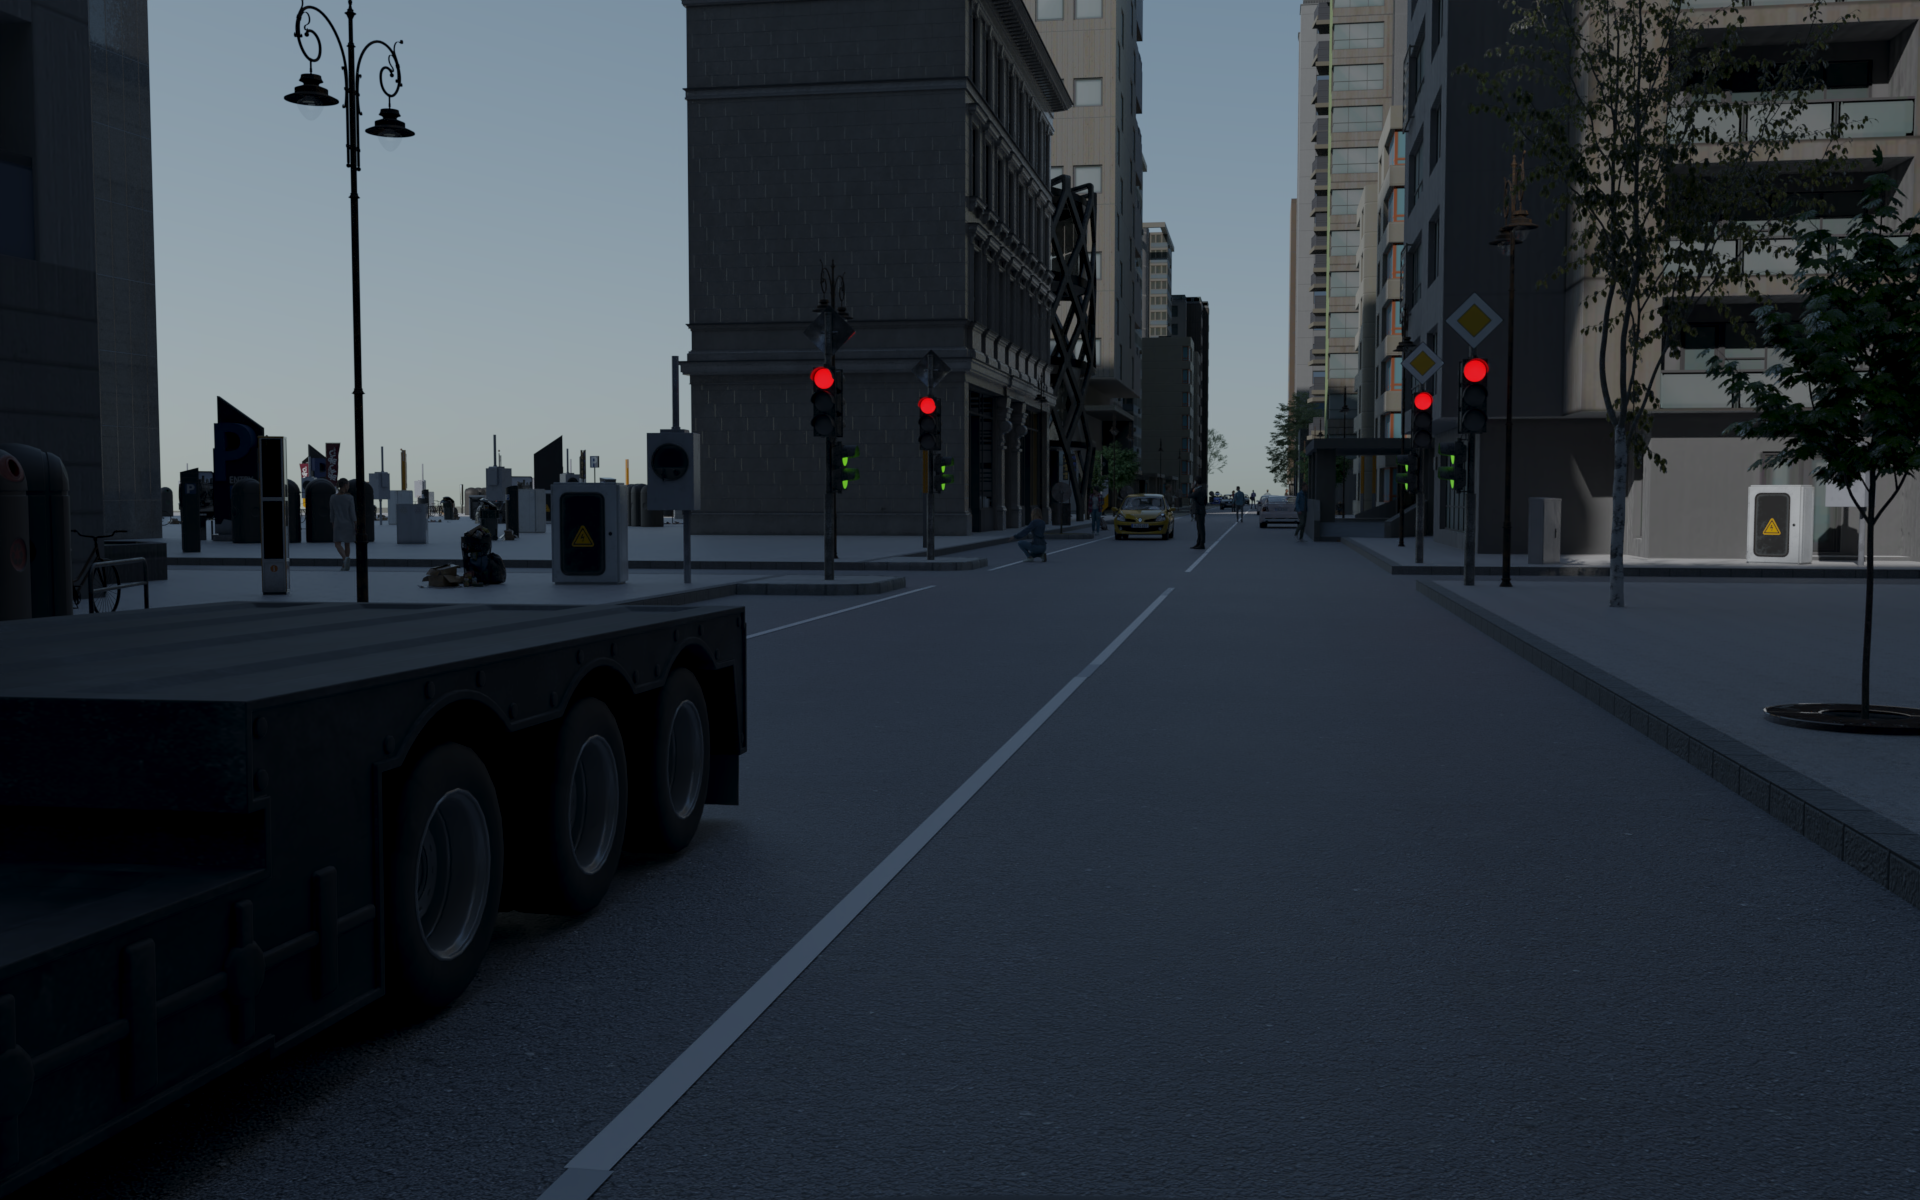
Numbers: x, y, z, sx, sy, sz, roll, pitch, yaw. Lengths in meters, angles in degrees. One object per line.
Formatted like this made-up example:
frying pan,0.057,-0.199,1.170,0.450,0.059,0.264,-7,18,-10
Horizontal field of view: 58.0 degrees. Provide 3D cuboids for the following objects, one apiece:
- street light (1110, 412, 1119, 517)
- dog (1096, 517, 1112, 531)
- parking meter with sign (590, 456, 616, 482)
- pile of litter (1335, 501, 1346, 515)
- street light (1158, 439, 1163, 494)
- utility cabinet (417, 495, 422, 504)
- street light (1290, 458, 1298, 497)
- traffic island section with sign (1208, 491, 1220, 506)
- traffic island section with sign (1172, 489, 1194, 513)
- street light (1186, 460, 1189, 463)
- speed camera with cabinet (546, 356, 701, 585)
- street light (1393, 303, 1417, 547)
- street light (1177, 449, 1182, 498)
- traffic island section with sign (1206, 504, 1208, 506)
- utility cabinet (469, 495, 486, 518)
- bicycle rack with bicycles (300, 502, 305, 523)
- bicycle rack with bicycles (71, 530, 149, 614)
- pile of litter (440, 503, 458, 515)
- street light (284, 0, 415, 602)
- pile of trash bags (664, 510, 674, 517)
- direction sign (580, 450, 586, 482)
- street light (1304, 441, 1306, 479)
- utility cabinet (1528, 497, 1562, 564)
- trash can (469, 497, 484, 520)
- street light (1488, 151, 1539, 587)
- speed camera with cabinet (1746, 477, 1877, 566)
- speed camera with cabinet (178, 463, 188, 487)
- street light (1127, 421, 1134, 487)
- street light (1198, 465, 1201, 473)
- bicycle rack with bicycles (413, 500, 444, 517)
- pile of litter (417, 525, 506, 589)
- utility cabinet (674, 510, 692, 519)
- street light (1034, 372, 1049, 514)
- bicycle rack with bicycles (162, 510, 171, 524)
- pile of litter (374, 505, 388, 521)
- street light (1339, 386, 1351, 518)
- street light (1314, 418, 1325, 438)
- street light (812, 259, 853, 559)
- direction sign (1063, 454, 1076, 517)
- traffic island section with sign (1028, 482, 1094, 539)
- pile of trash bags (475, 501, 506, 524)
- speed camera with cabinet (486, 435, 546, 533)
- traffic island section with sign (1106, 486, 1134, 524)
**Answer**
street light,8.726,-7.656,97.971,0.468,5.910,1.993,1,4,10
dog,5.640,-3.144,68.238,0.800,0.831,0.513,2,4,33
parking meter with sign,-16.148,-5.097,79.591,0.543,3.016,1.738,3,4,36
pile of litter,22.894,-5.605,105.604,1.176,0.858,1.719,0,4,6
street light,16.439,-10.343,141.896,0.468,5.910,1.993,1,4,10
utility cabinet,-32.032,-5.605,102.808,0.306,1.237,1.020,-1,4,-12
street light,38.485,-13.849,199.210,0.468,5.910,1.993,1,4,10
traffic island section with sign,31.100,-12.540,213.653,1.989,1.847,2.006,1,4,10
traffic island section with sign,16.693,-7.539,131.885,1.989,1.847,2.006,1,4,10
street light,25.130,-13.380,191.557,0.468,5.910,1.993,1,4,10
speed camera with cabinet,-4.765,-1.857,24.692,2.038,3.252,0.660,0,4,2
street light,10.793,-4.243,42.163,0.468,5.910,1.993,1,4,10
street light,22.021,-12.285,173.651,0.468,5.910,1.993,1,4,10
traffic island section with sign,21.371,-9.162,158.433,1.989,1.847,2.006,1,4,10
utility cabinet,-26.114,-5.061,93.907,1.020,1.237,0.306,1,4,23
bicycle rack with bicycles,-29.906,-3.839,76.145,2.852,0.926,2.925,0,4,1
bicycle rack with bicycles,-9.465,-0.232,17.174,2.852,0.926,2.925,-1,4,-8
pile of litter,-32.045,-5.771,108.322,1.176,0.858,1.719,1,4,20
street light,-5.692,-2.664,16.344,0.468,5.910,1.993,1,4,10
pile of trash bags,-14.865,-5.308,96.533,3.447,1.369,1.912,2,4,27
direction sign,-19.394,-5.942,89.153,0.379,3.537,0.876,0,4,2
street light,29.665,-10.790,149.200,0.468,5.910,1.993,1,4,10
utility cabinet,10.811,-1.275,32.001,0.306,1.237,1.020,3,4,36
trash can,-23.684,-4.475,84.823,0.748,1.137,0.748,0,3,0
street light,7.554,-3.119,23.781,0.468,5.910,1.993,1,4,10
speed camera with cabinet,15.443,-2.268,31.418,0.660,3.252,2.038,-3,5,-42
speed camera with cabinet,-49.743,-7.188,111.854,0.660,3.252,2.038,0,4,1
street light,10.820,-8.401,110.147,0.468,5.910,1.993,1,4,10
street light,30.929,-15.370,224.094,0.468,5.910,1.993,1,4,10
bicycle rack with bicycles,-30.561,-5.292,99.900,2.852,0.926,2.925,1,4,20
pile of litter,-7.031,-0.632,24.295,1.176,0.858,1.719,2,4,24
utility cabinet,-13.871,-4.826,87.587,1.173,1.500,0.318,-1,4,-21
street light,3.094,-5.702,66.008,0.468,5.910,1.993,1,4,10
bicycle rack with bicycles,-33.230,-3.396,68.904,2.925,0.926,2.852,-1,4,-10
pile of litter,-28.156,-4.269,83.757,1.176,0.858,1.719,1,4,9
street light,16.400,-6.185,73.914,0.468,5.910,1.993,1,4,10
street light,21.964,-8.128,105.672,0.468,5.910,1.993,1,4,10
street light,-2.502,-3.759,34.255,0.468,5.910,1.993,1,4,10
direction sign,6.173,-6.461,97.638,0.876,3.537,0.379,2,4,35
traffic island section with sign,3.283,-2.881,55.729,1.989,1.847,2.006,1,4,10
pile of trash bags,-19.441,-4.056,76.072,3.447,1.369,1.912,-3,5,-43
speed camera with cabinet,-14.751,-3.864,57.515,2.038,3.252,0.660,2,4,24
traffic island section with sign,8.012,-4.523,82.571,1.989,1.847,2.006,1,4,10
